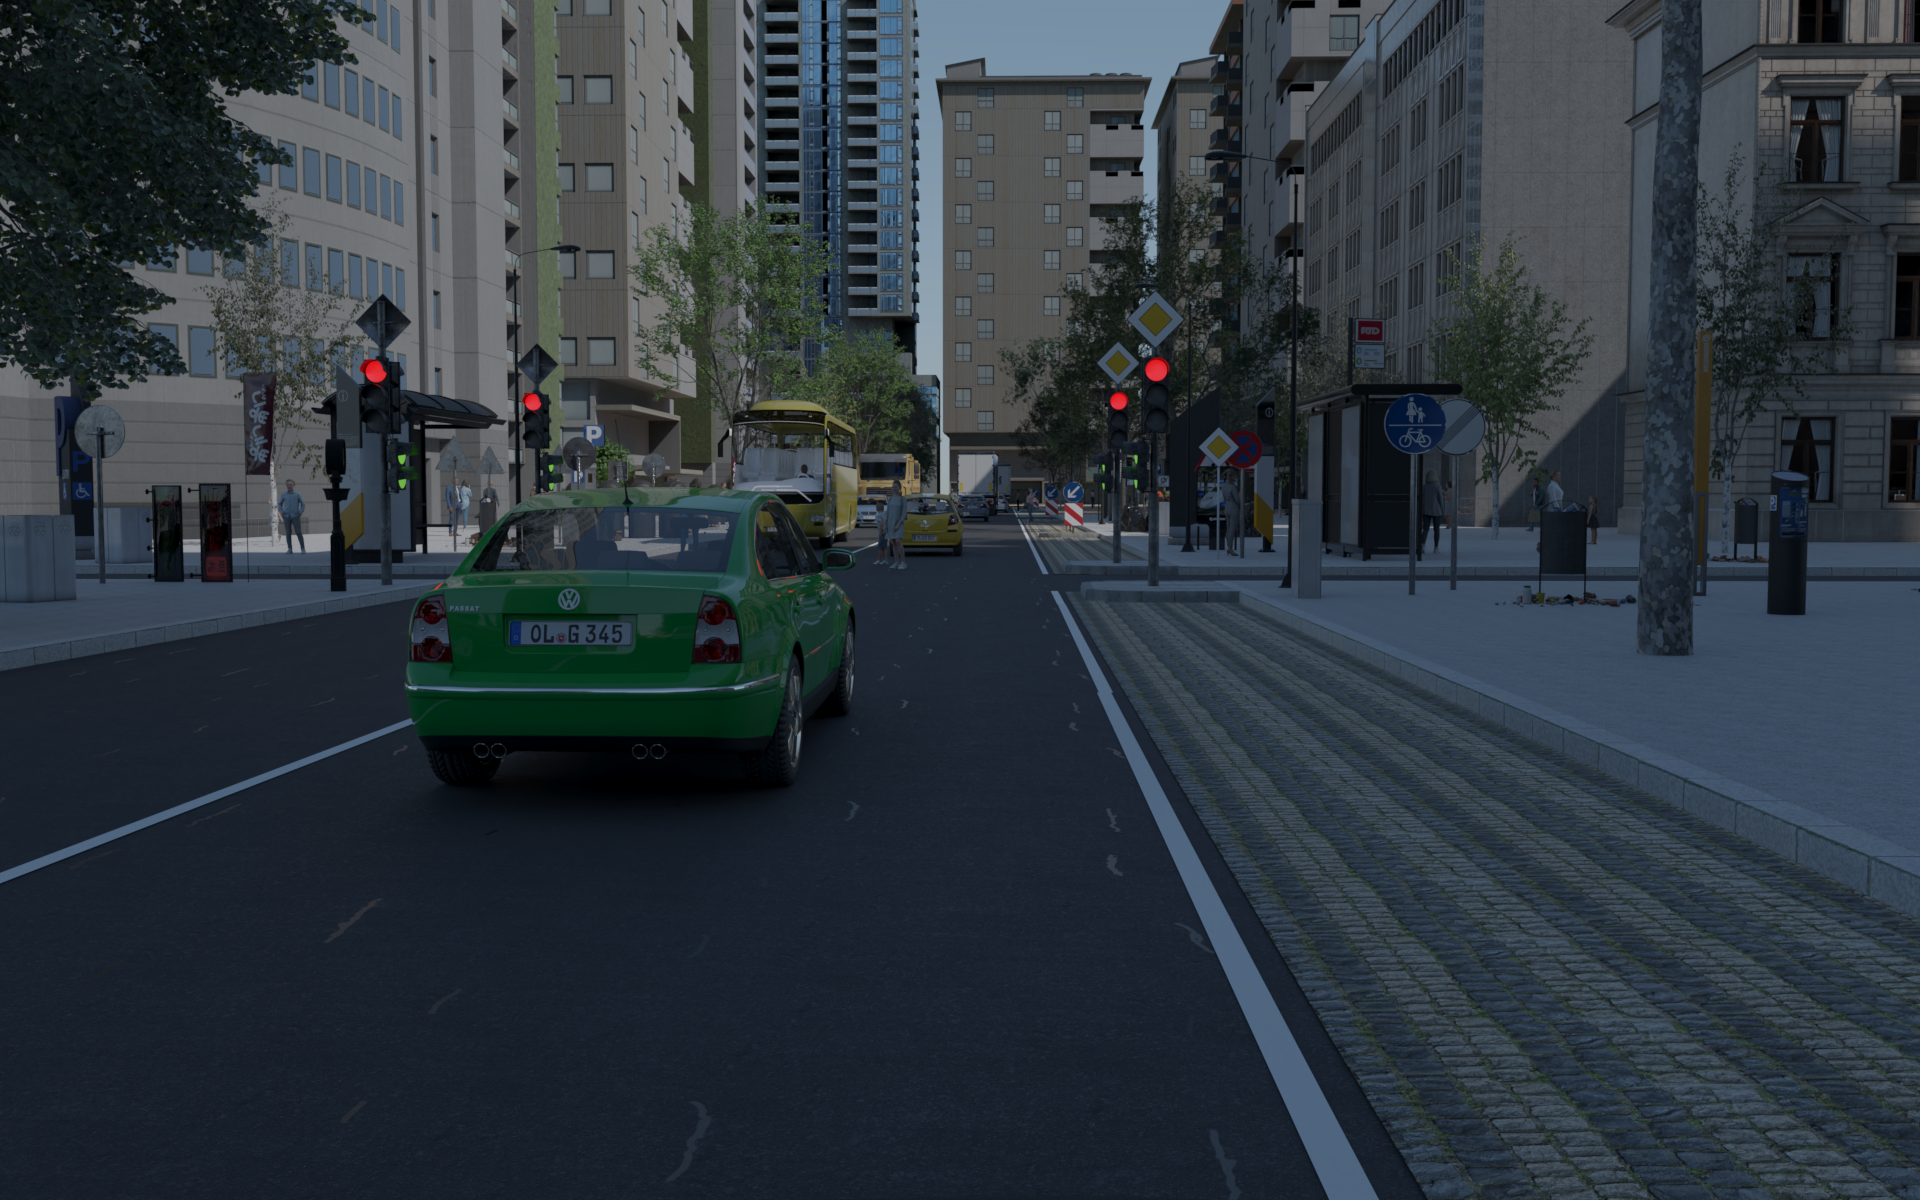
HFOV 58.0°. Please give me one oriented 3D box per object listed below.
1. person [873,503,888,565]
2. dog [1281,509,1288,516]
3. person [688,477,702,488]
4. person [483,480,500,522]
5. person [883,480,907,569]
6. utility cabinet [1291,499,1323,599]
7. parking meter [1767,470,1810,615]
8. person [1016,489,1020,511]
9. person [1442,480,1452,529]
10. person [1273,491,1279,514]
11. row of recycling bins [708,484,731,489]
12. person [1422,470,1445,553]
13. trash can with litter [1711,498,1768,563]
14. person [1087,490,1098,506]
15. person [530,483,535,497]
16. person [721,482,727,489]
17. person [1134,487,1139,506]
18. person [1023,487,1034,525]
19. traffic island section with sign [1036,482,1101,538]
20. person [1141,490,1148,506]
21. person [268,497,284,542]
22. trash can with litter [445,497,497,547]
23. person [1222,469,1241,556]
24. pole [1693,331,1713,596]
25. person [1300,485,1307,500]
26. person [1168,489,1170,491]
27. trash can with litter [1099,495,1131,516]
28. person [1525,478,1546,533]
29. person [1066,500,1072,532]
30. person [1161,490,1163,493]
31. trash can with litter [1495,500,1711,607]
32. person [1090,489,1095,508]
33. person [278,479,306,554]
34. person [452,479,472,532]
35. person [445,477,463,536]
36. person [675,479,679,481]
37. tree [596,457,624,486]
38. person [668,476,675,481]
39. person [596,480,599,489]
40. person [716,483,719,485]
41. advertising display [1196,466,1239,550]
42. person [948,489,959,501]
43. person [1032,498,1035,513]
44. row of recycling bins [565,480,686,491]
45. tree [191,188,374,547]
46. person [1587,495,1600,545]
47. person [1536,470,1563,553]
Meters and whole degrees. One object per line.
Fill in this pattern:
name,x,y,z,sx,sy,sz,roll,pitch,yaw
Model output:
person,-1.597,-1.342,35.134,0.332,1.250,0.352,-3,4,-35
dog,19.434,-5.186,102.524,0.550,0.427,0.748,-3,5,-44
person,-5.790,-1.736,37.152,0.793,1.790,0.793,3,5,44
person,-16.682,-3.373,61.607,0.576,1.772,0.534,-2,4,-24
person,-1.211,-1.452,33.250,0.512,1.701,0.522,2,4,30
utility cabinet,4.355,-0.646,21.731,0.306,1.237,1.020,0,4,6
parking meter,8.827,-0.614,18.458,0.372,1.533,0.369,0,3,0
person,4.815,-8.331,144.720,0.705,1.823,1.348,0,4,7
person,17.893,-3.502,63.664,0.532,1.782,0.716,1,4,19
person,20.034,-6.443,111.515,1.348,1.807,0.705,2,4,34
row of recycling bins,-10.651,-4.006,72.613,3.534,1.692,1.069,0,4,2
person,10.111,-1.910,37.460,0.709,1.800,0.728,3,4,36
trash can with litter,14.800,-1.347,33.079,1.678,1.210,2.233,-1,4,-19
person,13.797,-10.588,179.877,1.217,1.735,0.721,-1,4,-18
person,-20.024,-4.625,81.632,0.622,1.834,0.822,2,4,33
person,-10.699,-4.432,78.418,0.656,1.842,0.836,-1,4,-16
person,12.360,-7.041,121.239,0.705,1.814,1.350,0,4,-2
person,3.263,-4.352,80.240,0.643,1.750,0.593,-3,4,-37
traffic island section with sign,3.605,-2.964,57.090,1.989,1.847,2.006,0,4,2
person,19.407,-10.669,181.193,1.217,1.736,0.721,-2,4,-30
person,-18.234,-2.146,46.143,0.382,1.210,0.505,-1,4,-16
trash can with litter,-11.317,-1.899,42.107,2.233,1.210,1.678,3,4,36
person,5.700,-1.810,35.918,0.573,1.790,0.520,-3,4,-39
pole,9.321,-1.708,21.767,0.158,3.312,0.155,0,3,0
person,19.194,-5.533,96.932,0.576,1.772,0.534,3,4,37
person,14.177,-6.748,117.842,0.415,1.643,0.593,3,5,42
trash can with litter,8.901,-5.575,102.210,1.678,1.210,2.233,-1,4,-19
person,19.078,-3.133,57.252,0.713,1.824,0.794,1,4,12
person,4.164,-3.214,65.718,0.362,1.253,0.373,-1,4,-15
person,20.063,-10.080,171.676,1.217,1.723,0.721,0,4,-1
trash can with litter,7.416,-0.554,20.113,2.233,1.210,1.678,1,4,20
person,12.063,-9.268,158.505,0.436,1.711,0.756,3,5,39
person,-14.294,-1.785,37.040,0.589,1.601,0.330,0,4,-3
person,-16.912,-3.210,58.787,0.793,1.790,0.793,-2,4,-26
person,-15.445,-2.852,52.850,0.419,1.800,0.721,2,4,24
person,-11.338,-3.925,69.583,0.474,1.900,0.648,-2,4,-34
tree,-17.622,-5.701,87.811,1.663,3.219,1.824,0,3,0
person,-8.768,-2.883,53.150,0.822,1.834,0.622,0,4,-2
person,-14.105,-3.745,67.376,0.694,1.812,0.767,3,5,41
person,-11.664,-4.710,83.305,0.600,1.795,0.529,-2,4,-30
advertising display,5.888,-2.105,39.626,0.974,1.923,0.123,1,4,11
person,-0.591,-7.239,126.938,1.350,1.814,0.705,1,4,21
person,5.259,-7.197,126.706,0.617,1.759,0.750,-1,4,-18
row of recycling bins,-9.675,-2.645,50.353,3.534,1.692,1.069,-1,4,-16
tree,-16.478,-5.592,41.787,4.360,8.622,3.978,0,3,0
person,16.055,-2.038,44.031,0.362,1.253,0.373,-3,5,-44
person,12.727,-1.896,37.263,0.641,1.798,0.478,3,4,39
